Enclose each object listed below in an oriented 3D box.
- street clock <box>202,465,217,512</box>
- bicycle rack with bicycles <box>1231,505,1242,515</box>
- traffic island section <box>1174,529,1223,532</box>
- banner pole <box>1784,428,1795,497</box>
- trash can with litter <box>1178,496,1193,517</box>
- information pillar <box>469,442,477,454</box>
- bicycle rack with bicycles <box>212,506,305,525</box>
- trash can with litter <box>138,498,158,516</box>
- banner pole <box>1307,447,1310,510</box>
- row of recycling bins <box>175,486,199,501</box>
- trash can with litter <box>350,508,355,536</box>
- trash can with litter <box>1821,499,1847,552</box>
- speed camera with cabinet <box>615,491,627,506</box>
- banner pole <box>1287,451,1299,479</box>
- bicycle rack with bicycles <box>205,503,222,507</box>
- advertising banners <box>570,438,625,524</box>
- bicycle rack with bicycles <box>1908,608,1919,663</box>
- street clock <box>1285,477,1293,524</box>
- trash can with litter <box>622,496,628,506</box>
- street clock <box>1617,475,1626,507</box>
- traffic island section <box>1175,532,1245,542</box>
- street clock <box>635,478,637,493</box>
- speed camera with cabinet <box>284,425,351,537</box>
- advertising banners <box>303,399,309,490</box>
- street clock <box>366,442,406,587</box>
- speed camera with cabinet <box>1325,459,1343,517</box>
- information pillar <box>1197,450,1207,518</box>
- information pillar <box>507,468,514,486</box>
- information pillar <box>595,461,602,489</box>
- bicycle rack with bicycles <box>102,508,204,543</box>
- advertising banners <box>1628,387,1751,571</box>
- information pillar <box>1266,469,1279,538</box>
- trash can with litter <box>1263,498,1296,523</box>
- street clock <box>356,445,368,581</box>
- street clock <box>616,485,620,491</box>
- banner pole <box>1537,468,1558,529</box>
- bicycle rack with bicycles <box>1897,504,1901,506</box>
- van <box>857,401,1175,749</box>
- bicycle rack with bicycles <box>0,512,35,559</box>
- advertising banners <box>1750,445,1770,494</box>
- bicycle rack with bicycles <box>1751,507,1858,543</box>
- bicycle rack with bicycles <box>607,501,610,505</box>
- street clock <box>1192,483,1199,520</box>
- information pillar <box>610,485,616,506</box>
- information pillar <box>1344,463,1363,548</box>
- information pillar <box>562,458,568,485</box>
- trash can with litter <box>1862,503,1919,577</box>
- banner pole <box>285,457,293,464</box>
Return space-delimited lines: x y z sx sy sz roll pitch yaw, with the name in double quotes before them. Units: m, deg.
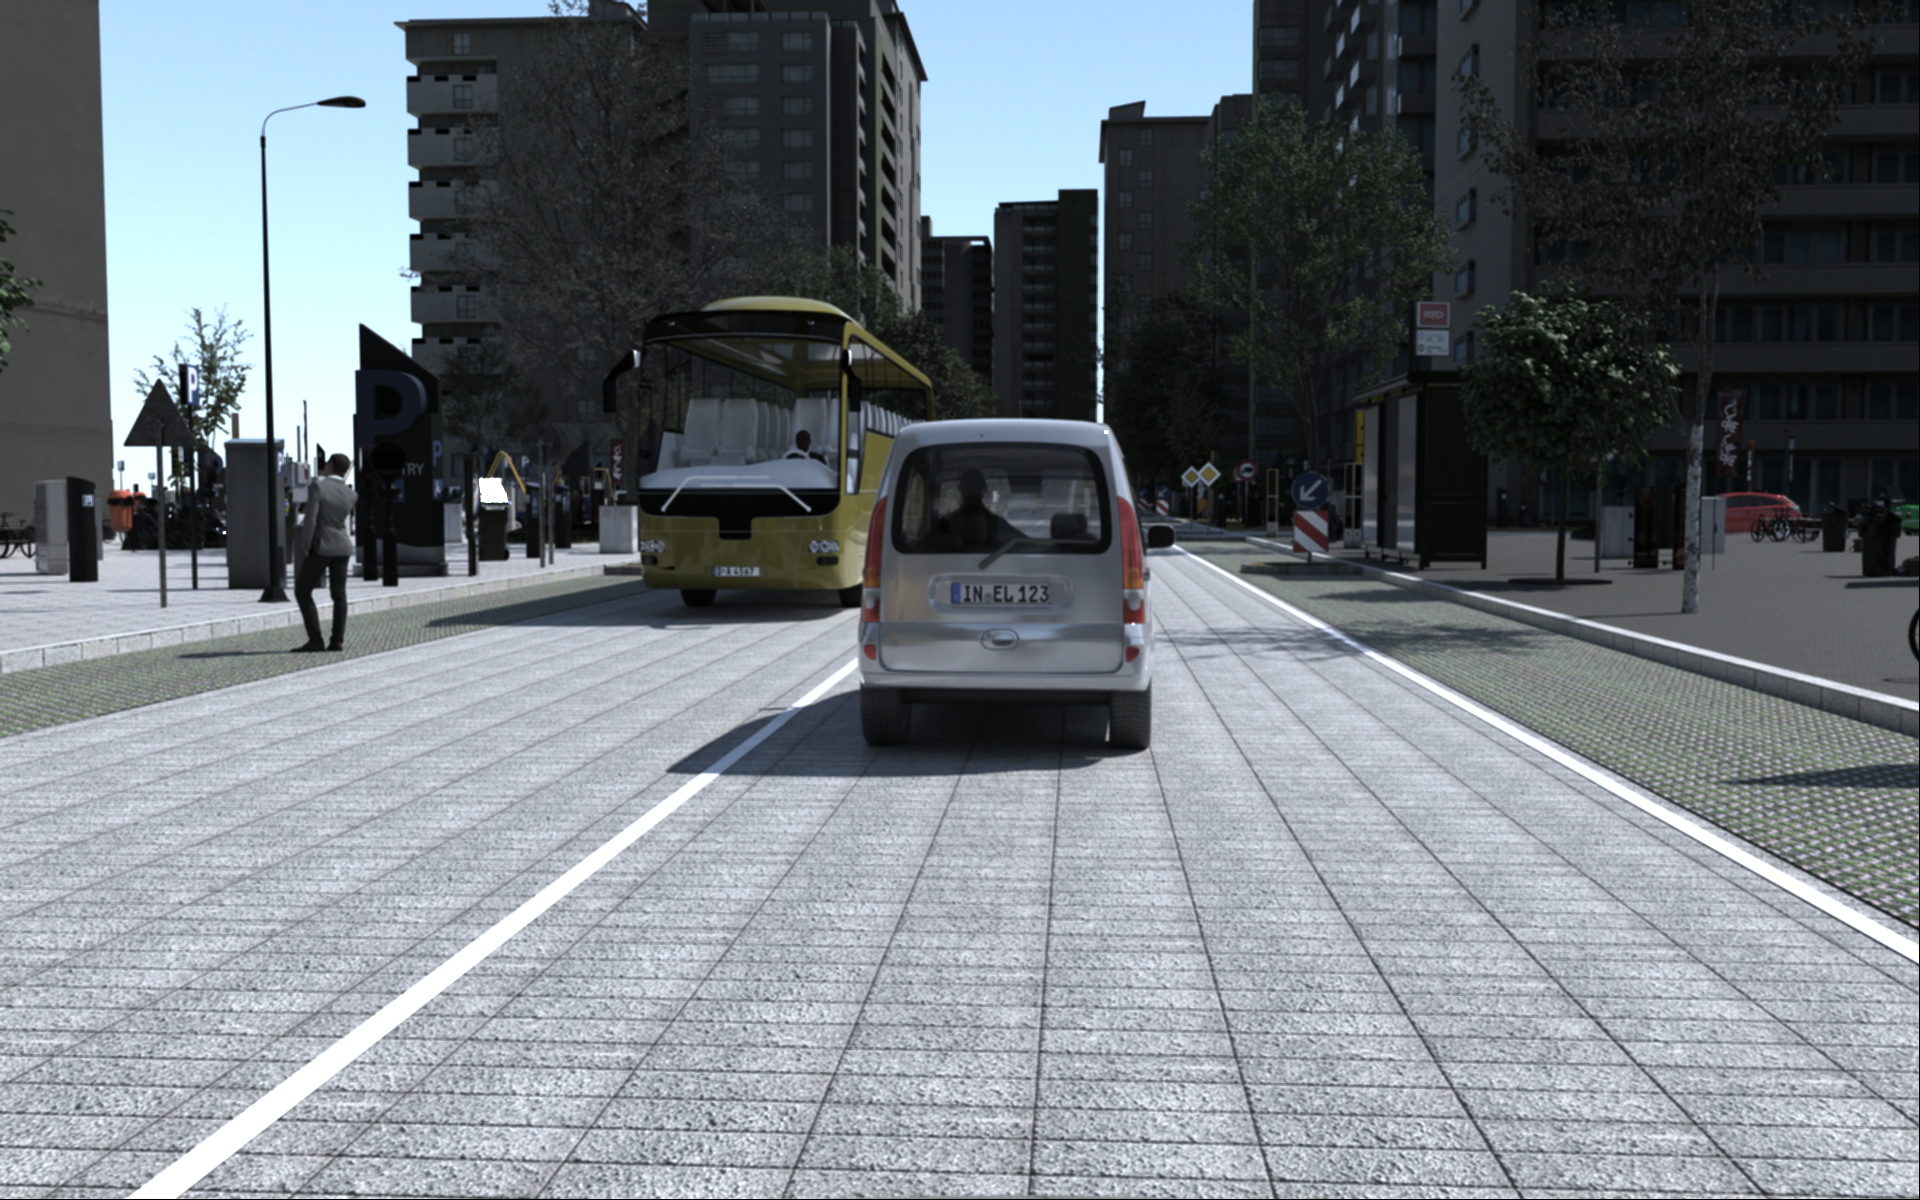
"street clock" -18.913 -2.391 43.670 0.358 2.002 0.471 -3 4 -38
"bicycle rack with bicycles" 16.951 -5.833 108.748 2.925 0.926 2.852 0 4 -7
"traffic island section" 8.180 -2.375 61.116 2.009 0.180 2.903 0 4 4
"banner pole" 31.575 -4.646 65.987 0.863 3.779 0.401 -3 4 -37
"trash can with litter" 12.808 -5.269 97.535 1.055 1.170 0.624 2 4 28
"information pillar" -21.858 -5.291 77.866 0.183 3.616 0.504 2 4 24
"bicycle rack with bicycles" -16.518 -1.830 43.300 2.852 0.926 2.925 1 4 10
"trash can with litter" -25.618 -2.663 54.932 0.624 1.170 1.055 -1 4 -10
"banner pole" 16.803 -5.704 83.278 0.401 3.779 0.863 0 4 3
"row of recycling bins" -38.009 -4.953 88.093 3.534 1.692 1.069 -1 4 -14
"trash can with litter" -18.592 -2.536 52.849 0.624 1.170 1.055 3 5 44
"trash can with litter" 19.675 -1.653 38.414 1.055 1.170 0.624 2 4 29
"speed camera with cabinet" -16.234 -5.645 86.636 2.038 3.252 0.660 -1 4 -10
"banner pole" 19.358 -6.760 100.545 0.863 3.779 0.401 1 4 15
"bicycle rack with bicycles" -30.842 -3.721 74.228 2.925 0.926 2.852 1 4 12
"advertising banners" -11.463 -3.576 54.649 2.074 3.025 0.090 1 4 18
"bicycle rack with bicycles" 8.440 0.083 12.033 2.925 0.926 2.852 3 4 38
"street clock" 14.101 -4.277 74.503 0.471 2.002 0.358 3 4 38
"trash can with litter" -15.522 -4.200 79.733 2.233 1.210 1.678 2 4 30
"street clock" 25.194 -3.756 65.982 0.358 2.002 0.471 1 4 10
"traffic island section" 7.632 -1.888 53.150 2.009 0.180 2.903 0 4 4
"street clock" -13.301 -4.132 72.133 0.471 2.002 0.358 0 4 -1
"speed camera with cabinet" -18.836 -3.440 50.587 0.660 3.252 2.038 2 4 30
"advertising banners" -12.388 -2.253 33.029 0.090 3.025 2.074 -1 4 -15
"street clock" -7.928 -1.191 24.046 0.471 2.002 0.358 -2 4 -24
"speed camera with cabinet" 21.197 -6.344 98.066 2.038 3.252 0.660 -3 4 -37
"information pillar" 12.892 -6.172 92.274 0.504 3.616 0.183 2 4 24
"information pillar" -27.763 -7.076 107.040 0.504 3.616 0.183 2 4 23
"information pillar" -25.163 -7.903 120.571 0.504 3.616 0.183 -2 4 -33
"bicycle rack with bicycles" -21.752 -1.925 44.863 2.852 0.926 2.925 0 4 4
"advertising banners" 12.306 -2.027 29.329 0.090 3.025 2.074 -3 4 -36
"information pillar" 9.221 -2.851 51.108 0.304 2.012 0.304 1 4 17
"trash can with litter" 14.376 -4.058 77.408 2.233 1.210 1.678 1 4 19
"street clock" -8.738 -1.287 25.615 0.358 2.002 0.471 -2 4 -24
"street clock" -24.653 -7.318 124.223 0.358 2.002 0.471 2 4 29
"banner pole" 21.630 -4.511 63.769 0.401 3.779 0.863 -3 5 -44
"bicycle rack with bicycles" 57.875 -5.544 104.019 2.925 0.926 2.852 -2 4 -31
"van" 0.394 -0.255 11.177 2.013 2.044 4.112 0 4 5
"bicycle rack with bicycles" -19.517 -1.269 34.137 2.852 0.926 2.925 2 4 25
"advertising banners" 28.419 -4.008 61.713 2.074 3.025 0.090 -3 5 -43
"bicycle rack with bicycles" 22.406 -2.005 46.162 2.925 0.926 2.852 -1 4 -12
"bicycle rack with bicycles" -26.663 -7.395 134.284 2.925 0.926 2.852 3 4 36
"street clock" 11.531 -4.911 84.870 0.358 2.002 0.471 1 4 15
"information pillar" -21.862 -6.398 109.093 0.304 2.012 0.304 0 4 2
"information pillar" 9.318 -2.235 41.038 0.304 2.012 0.304 -2 4 -34
"information pillar" -22.516 -6.579 98.929 0.504 3.616 0.183 0 4 -8
"trash can with litter" 14.556 -0.957 27.030 1.055 1.170 0.624 0 4 -2
"banner pole" -39.928 -6.890 102.664 0.863 3.779 0.401 0 4 0
